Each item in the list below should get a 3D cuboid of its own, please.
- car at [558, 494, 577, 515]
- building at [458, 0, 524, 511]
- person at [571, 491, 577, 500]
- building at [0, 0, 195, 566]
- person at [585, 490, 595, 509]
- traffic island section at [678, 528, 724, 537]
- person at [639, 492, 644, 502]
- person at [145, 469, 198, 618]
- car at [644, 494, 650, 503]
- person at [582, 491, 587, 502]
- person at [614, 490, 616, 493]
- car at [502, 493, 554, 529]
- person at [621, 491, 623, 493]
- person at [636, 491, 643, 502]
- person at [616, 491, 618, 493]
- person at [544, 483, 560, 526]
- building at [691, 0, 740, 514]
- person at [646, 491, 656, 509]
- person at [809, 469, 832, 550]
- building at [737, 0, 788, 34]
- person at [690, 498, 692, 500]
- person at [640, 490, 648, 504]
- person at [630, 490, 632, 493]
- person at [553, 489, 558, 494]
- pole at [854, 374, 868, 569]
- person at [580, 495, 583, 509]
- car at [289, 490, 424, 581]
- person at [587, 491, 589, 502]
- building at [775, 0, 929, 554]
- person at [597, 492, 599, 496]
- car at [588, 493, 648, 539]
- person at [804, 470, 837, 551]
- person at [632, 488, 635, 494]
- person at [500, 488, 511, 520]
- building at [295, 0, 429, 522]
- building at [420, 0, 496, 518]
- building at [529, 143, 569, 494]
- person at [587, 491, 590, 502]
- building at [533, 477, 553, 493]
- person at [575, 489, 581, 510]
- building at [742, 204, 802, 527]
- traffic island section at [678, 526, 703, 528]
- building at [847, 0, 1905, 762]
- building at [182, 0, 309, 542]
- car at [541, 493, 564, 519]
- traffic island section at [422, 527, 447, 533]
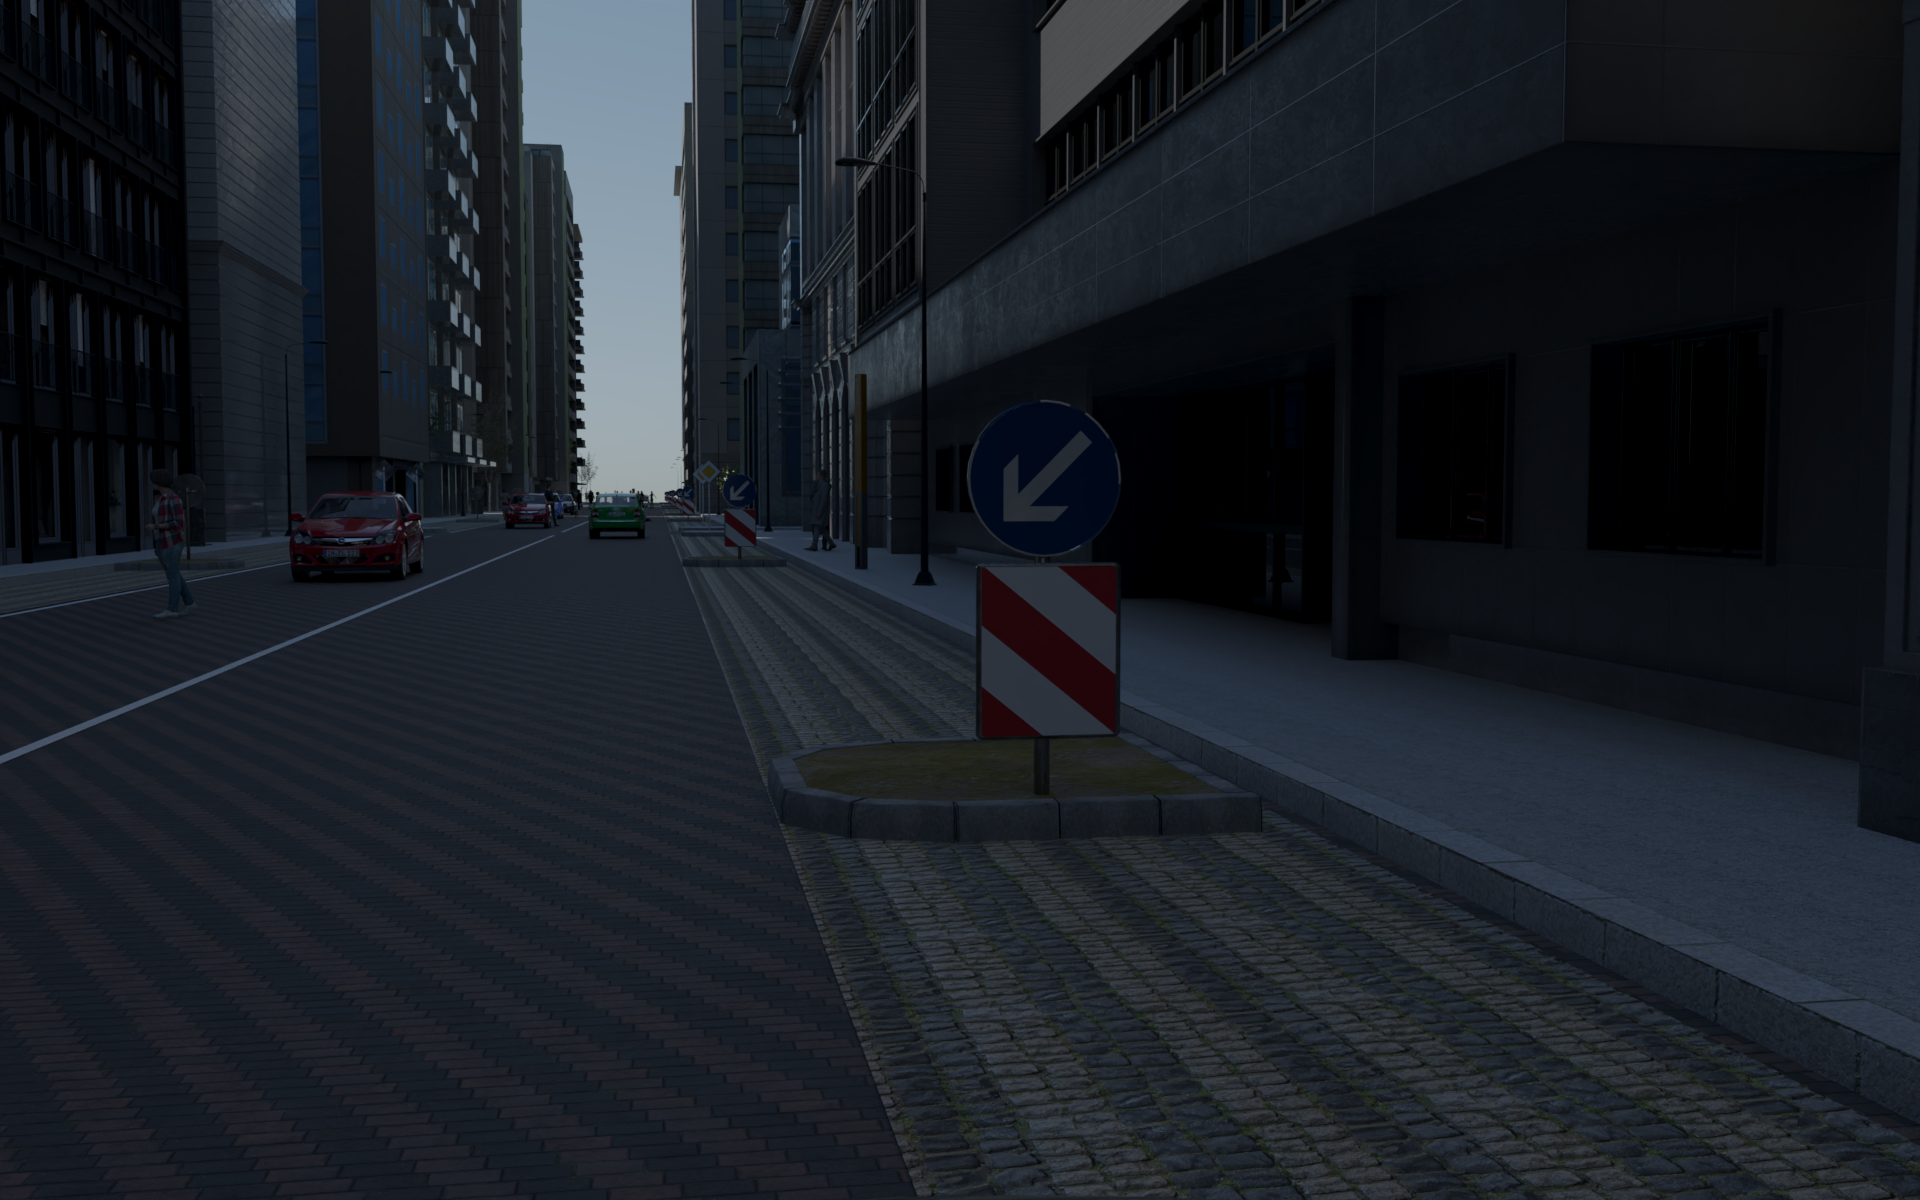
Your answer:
[{"bbox_3d":[-27.183,-6.636,118.290,2.009,1.686,4.222,-1,4,-10],"label":"car"},{"bbox_3d":[-40.071,-27.239,128.956,14.154,41.232,14.086,-1,4,-10],"label":"building"},{"bbox_3d":[-38.605,-10.005,172.801,1.217,1.735,0.721,0,4,0],"label":"person"},{"bbox_3d":[-23.706,-12.470,33.570,12.332,23.373,15.834,-1,4,-10],"label":"building"},{"bbox_3d":[-34.606,-9.405,162.293,0.705,1.821,1.348,2,4,28],"label":"person"},{"bbox_3d":[-8.537,-2.266,59.326,2.009,0.180,2.903,-1,4,-10],"label":"traffic island section"},{"bbox_3d":[-44.425,-14.227,241.849,0.721,1.736,1.217,1,4,21],"label":"person"},{"bbox_3d":[-9.162,-0.661,20.138,0.643,1.720,0.563,-3,5,-42],"label":"person"},{"bbox_3d":[-50.831,-16.275,278.454,2.083,1.381,4.827,-1,4,-8],"label":"car"},{"bbox_3d":[-62.617,-17.324,289.804,1.217,1.766,0.721,-1,4,-18],"label":"person"},{"bbox_3d":[-37.280,-10.940,187.245,0.709,1.838,0.599,-1,4,-15],"label":"person"},{"bbox_3d":[-18.240,-3.926,73.235,2.155,1.783,4.494,-1,4,-12],"label":"car"},{"bbox_3d":[-43.995,-13.261,225.337,0.705,1.822,1.348,3,5,45],"label":"person"},{"bbox_3d":[-28.637,-8.838,153.796,1.217,1.735,0.721,2,4,32],"label":"person"},{"bbox_3d":[-32.183,-9.391,162.747,1.217,1.736,0.721,-1,4,-11],"label":"person"},{"bbox_3d":[-18.186,-4.233,77.065,0.648,1.900,0.474,2,4,34],"label":"person"},{"bbox_3d":[-9.023,-35.777,126.951,21.231,58.520,28.212,-1,4,-10],"label":"building"},{"bbox_3d":[-30.415,-9.874,170.663,1.217,1.735,0.721,1,4,22],"label":"person"},{"bbox_3d":[-3.278,-2.079,39.843,0.447,1.846,0.655,3,5,45],"label":"person"},{"bbox_3d":[-5.657,-25.378,98.530,14.154,41.232,14.086,-1,4,-10],"label":"building"},{"bbox_3d":[-30.004,-11.350,193.082,0.593,1.643,0.415,0,4,0],"label":"person"},{"bbox_3d":[-34.741,-11.042,189.044,1.348,1.822,0.705,1,4,10],"label":"person"},{"bbox_3d":[-32.157,-9.833,169.254,1.348,1.826,0.705,2,4,24],"label":"person"},{"bbox_3d":[-29.742,-7.232,126.837,0.679,1.850,0.850,0,4,4],"label":"person"},{"bbox_3d":[-1.684,-2.178,29.461,0.158,3.312,0.155,0,3,0],"label":"pole"},{"bbox_3d":[-37.752,-9.934,171.836,0.530,1.710,0.541,-2,4,-32],"label":"person"},{"bbox_3d":[-10.385,-1.281,29.977,2.155,1.783,4.494,-1,4,-11],"label":"car"},{"bbox_3d":[-63.039,-17.534,293.282,0.990,1.755,0.434,3,4,36],"label":"person"},{"bbox_3d":[2.311,-12.653,48.669,13.314,21.916,24.055,-1,4,-10],"label":"building"},{"bbox_3d":[-48.986,-13.818,235.149,0.721,1.743,1.217,-2,4,-25],"label":"person"},{"bbox_3d":[-11.285,-2.956,57.119,1.959,1.807,4.718,-1,4,-10],"label":"car"},{"bbox_3d":[-3.138,-1.997,38.803,0.767,1.812,0.694,-1,4,-8],"label":"person"},{"bbox_3d":[-22.110,-6.616,116.692,0.620,1.820,0.660,0,4,-1],"label":"person"},{"bbox_3d":[-25.252,-5.368,96.623,0.716,1.782,0.532,0,4,7],"label":"person"},{"bbox_3d":[-29.680,-25.635,69.241,14.600,45.320,14.200,-1,4,-10],"label":"building"},{"bbox_3d":[-39.662,-29.266,98.114,23.786,49.044,30.456,-1,4,-10],"label":"building"},{"bbox_3d":[-52.042,-31.326,195.776,14.154,41.232,14.086,-1,4,-10],"label":"building"},{"bbox_3d":[-61.639,-17.259,288.210,0.705,1.826,1.348,2,4,27],"label":"person"},{"bbox_3d":[-58.338,-29.574,175.413,32.217,40.220,23.993,-1,4,-10],"label":"building"},{"bbox_3d":[-33.931,-8.920,153.975,0.705,1.869,1.348,0,4,6],"label":"person"},{"bbox_3d":[5.506,-46.866,78.927,31.000,86.520,22.319,-1,4,-10],"label":"building"},{"bbox_3d":[-9.918,-2.747,67.191,2.009,0.180,2.903,-1,4,-10],"label":"traffic island section"},{"bbox_3d":[7.158,-12.413,22.014,14.314,24.678,30.058,-1,4,-10],"label":"building"},{"bbox_3d":[-34.963,-16.547,48.039,29.804,29.767,11.434,-1,4,-10],"label":"building"},{"bbox_3d":[-23.778,-5.514,99.744,1.945,1.707,3.694,-1,4,-9],"label":"car"},{"bbox_3d":[-20.499,-2.634,65.346,2.009,0.180,2.903,-1,4,-10],"label":"traffic island section"}]
